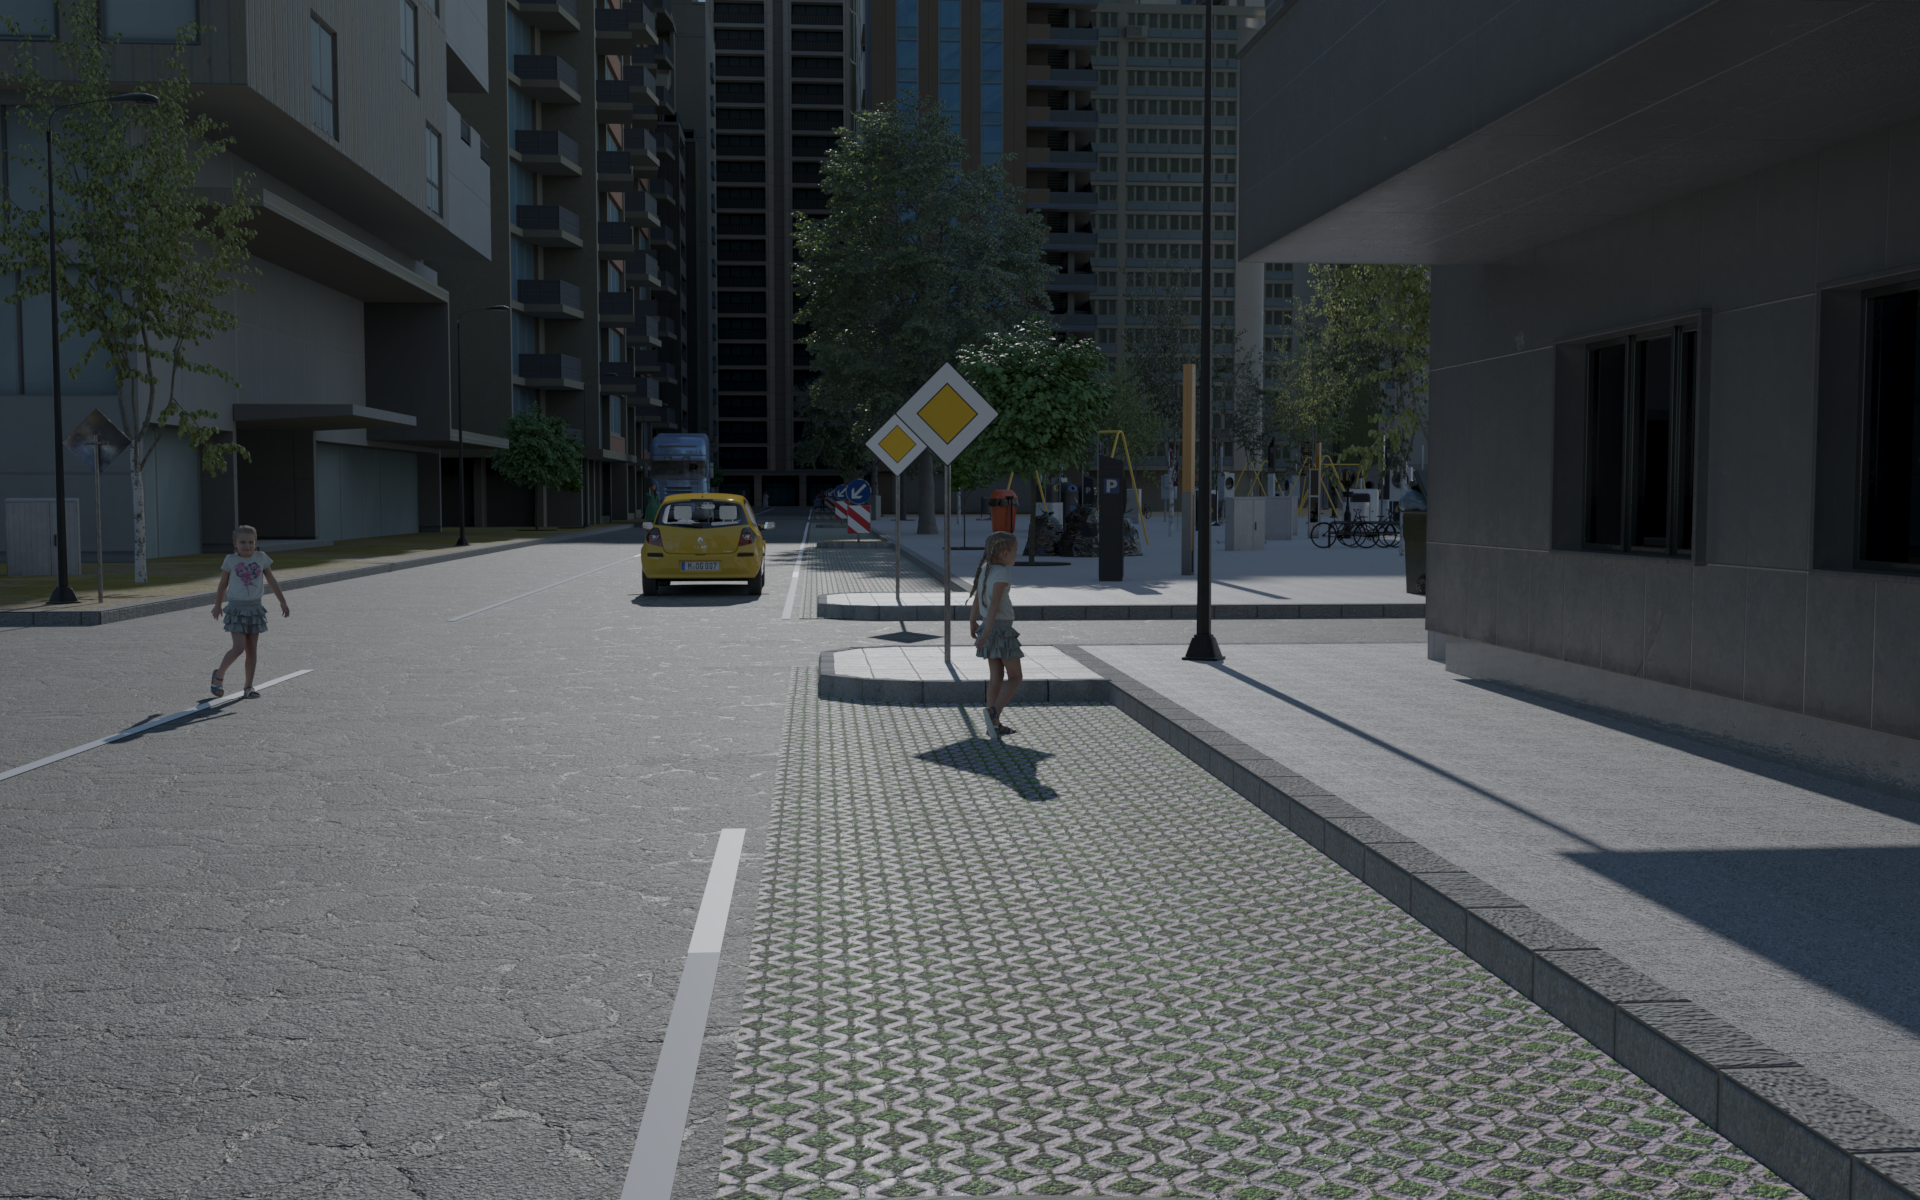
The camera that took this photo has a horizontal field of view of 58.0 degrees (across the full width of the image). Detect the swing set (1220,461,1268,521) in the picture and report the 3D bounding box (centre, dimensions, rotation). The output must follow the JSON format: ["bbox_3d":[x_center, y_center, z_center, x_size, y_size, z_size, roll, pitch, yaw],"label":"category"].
[{"bbox_3d":[14.120,-5.169,82.138,2.862,2.851,3.119,0,4,-7],"label":"swing set"}]

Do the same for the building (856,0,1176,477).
[{"bbox_3d":[4.253,-34.834,158.778,28.713,52.752,27.495,0,4,-5],"label":"building"}]

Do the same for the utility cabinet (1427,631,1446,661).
[{"bbox_3d":[4.044,-0.156,13.714,0.306,1.237,1.020,3,5,39],"label":"utility cabinet"}]

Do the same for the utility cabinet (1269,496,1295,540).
[{"bbox_3d":[8.736,-2.270,48.277,1.020,1.237,0.306,1,4,15],"label":"utility cabinet"}]

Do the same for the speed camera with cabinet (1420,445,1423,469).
[{"bbox_3d":[18.338,-4.668,70.658,0.660,3.252,2.038,-1,4,-11],"label":"speed camera with cabinet"}]

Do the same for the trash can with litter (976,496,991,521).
[{"bbox_3d":[1.661,-4.483,84.354,2.233,1.210,1.678,-2,4,-27],"label":"trash can with litter"}]

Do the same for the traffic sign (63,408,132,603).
[{"bbox_3d":[-10.128,-1.022,20.357,0.795,2.450,0.064,0,4,-5],"label":"traffic sign"}]

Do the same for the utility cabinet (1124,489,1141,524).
[{"bbox_3d":[7.197,-4.028,74.534,1.173,1.500,0.318,2,4,28],"label":"utility cabinet"}]

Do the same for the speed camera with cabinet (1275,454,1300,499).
[{"bbox_3d":[16.351,-5.649,86.696,0.660,3.252,2.038,-1,4,-11],"label":"speed camera with cabinet"}]

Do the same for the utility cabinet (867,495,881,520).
[{"bbox_3d":[-4.196,-4.499,84.718,0.306,1.237,1.020,-2,4,-27],"label":"utility cabinet"}]

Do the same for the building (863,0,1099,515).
[{"bbox_3d":[0.905,-28.353,113.676,14.600,45.320,14.200,0,4,-5],"label":"building"}]

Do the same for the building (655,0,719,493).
[{"bbox_3d":[-33.484,-32.728,158.803,21.600,48.544,21.300,0,4,-5],"label":"building"}]

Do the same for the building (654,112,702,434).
[{"bbox_3d":[-27.086,-21.962,130.782,14.160,30.474,14.107,0,4,-5],"label":"building"}]

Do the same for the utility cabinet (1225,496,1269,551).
[{"bbox_3d":[6.496,-1.728,39.418,1.020,1.237,0.306,-3,4,-36],"label":"utility cabinet"}]

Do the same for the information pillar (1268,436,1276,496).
[{"bbox_3d":[12.685,-4.840,70.496,0.183,3.616,0.504,-1,4,-18],"label":"information pillar"}]

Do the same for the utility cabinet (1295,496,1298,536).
[{"bbox_3d":[10.191,-2.611,53.850,0.306,1.237,1.020,-1,4,-8],"label":"utility cabinet"}]

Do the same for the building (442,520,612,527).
[{"bbox_3d":[-25.525,-25.930,78.579,22.147,44.769,28.867,0,4,-5],"label":"building"}]

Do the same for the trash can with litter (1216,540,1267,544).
[{"bbox_3d":[7.187,-2.093,45.277,1.678,1.210,2.233,2,4,30],"label":"trash can with litter"}]

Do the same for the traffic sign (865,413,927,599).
[{"bbox_3d":[-0.764,-1.069,21.118,0.795,2.450,0.064,0,4,-5],"label":"traffic sign"}]

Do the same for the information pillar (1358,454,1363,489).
[{"bbox_3d":[20.999,-6.089,90.913,0.183,3.616,0.504,0,4,-3],"label":"information pillar"}]

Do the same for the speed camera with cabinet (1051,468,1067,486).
[{"bbox_3d":[5.695,-5.894,90.699,2.038,3.252,0.660,-3,5,-40],"label":"speed camera with cabinet"}]

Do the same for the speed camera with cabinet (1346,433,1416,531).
[{"bbox_3d":[13.534,-3.766,55.910,2.038,3.252,0.660,1,4,20],"label":"speed camera with cabinet"}]

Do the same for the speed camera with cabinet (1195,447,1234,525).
[{"bbox_3d":[10.498,-4.723,71.550,2.038,3.252,0.660,-3,5,-43],"label":"speed camera with cabinet"}]

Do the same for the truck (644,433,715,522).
[{"bbox_3d":[-12.857,-5.681,82.639,2.967,4.110,18.799,0,4,-5],"label":"truck"}]

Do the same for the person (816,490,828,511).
[{"bbox_3d":[-11.239,-8.117,141.928,1.217,1.743,0.721,-1,4,-22],"label":"person"}]

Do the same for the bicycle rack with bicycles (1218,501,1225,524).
[{"bbox_3d":[11.567,-3.801,75.526,2.852,0.926,2.925,-2,4,-30],"label":"bicycle rack with bicycles"}]

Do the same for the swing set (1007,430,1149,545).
[{"bbox_3d":[2.687,-2.800,43.402,3.119,2.851,2.862,3,4,36],"label":"swing set"}]

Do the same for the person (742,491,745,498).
[{"bbox_3d":[-20.908,-9.632,166.710,0.721,1.736,1.217,-1,4,-12],"label":"person"}]

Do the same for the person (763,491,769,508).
[{"bbox_3d":[-19.262,-9.944,171.752,0.621,1.740,0.551,1,4,23],"label":"person"}]

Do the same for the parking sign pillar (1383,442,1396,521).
[{"bbox_3d":[20.080,-5.657,80.959,1.447,3.967,1.447,0,4,5],"label":"parking sign pillar"}]

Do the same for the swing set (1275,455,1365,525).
[{"bbox_3d":[14.667,-4.487,70.983,2.862,2.851,3.119,0,4,-3],"label":"swing set"}]

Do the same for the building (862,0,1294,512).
[{"bbox_3d":[8.671,-27.021,133.666,32.217,40.220,23.993,0,4,-5],"label":"building"}]

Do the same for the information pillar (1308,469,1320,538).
[{"bbox_3d":[10.254,-2.796,50.204,0.304,2.012,0.304,0,4,6],"label":"information pillar"}]

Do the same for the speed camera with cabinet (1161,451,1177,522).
[{"bbox_3d":[10.350,-5.241,80.027,2.038,3.252,0.660,1,4,15],"label":"speed camera with cabinet"}]

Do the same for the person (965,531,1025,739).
[{"bbox_3d":[0.158,0.200,10.249,0.382,1.210,0.505,-2,4,-30],"label":"person"}]

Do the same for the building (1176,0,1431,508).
[{"bbox_3d":[35.160,-38.062,164.318,28.212,58.520,21.231,0,4,-5],"label":"building"}]

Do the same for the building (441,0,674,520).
[{"bbox_3d":[-29.633,-27.767,108.611,22.147,44.769,28.867,0,4,-5],"label":"building"}]

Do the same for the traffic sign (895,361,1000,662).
[{"bbox_3d":[-0.098,-0.582,13.160,0.795,2.450,0.064,0,4,-5],"label":"traffic sign"}]

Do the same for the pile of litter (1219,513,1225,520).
[{"bbox_3d":[13.663,-4.419,86.217,1.719,0.858,1.176,0,4,6],"label":"pile of litter"}]

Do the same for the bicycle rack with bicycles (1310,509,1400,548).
[{"bbox_3d":[9.950,-1.731,41.676,2.925,0.926,2.852,1,4,13],"label":"bicycle rack with bicycles"}]

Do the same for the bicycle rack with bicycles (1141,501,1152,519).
[{"bbox_3d":[8.632,-4.656,89.509,2.925,0.926,2.852,-2,4,-26],"label":"bicycle rack with bicycles"}]

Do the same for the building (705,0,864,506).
[{"bbox_3d":[-16.680,-45.888,188.527,20.611,71.187,20.563,0,4,-5],"label":"building"}]

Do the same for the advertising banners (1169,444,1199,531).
[{"bbox_3d":[7.953,-3.941,60.621,0.090,3.025,2.074,-2,4,-31],"label":"advertising banners"}]

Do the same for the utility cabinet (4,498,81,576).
[{"bbox_3d":[-14.514,-0.994,27.420,1.020,1.237,0.306,-1,4,-21],"label":"utility cabinet"}]

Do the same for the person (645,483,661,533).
[{"bbox_3d":[-10.073,-2.940,56.813,0.600,1.795,0.529,-3,5,-45],"label":"person"}]

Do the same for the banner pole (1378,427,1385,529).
[{"bbox_3d":[15.761,-4.556,64.510,0.401,3.779,0.863,1,4,21],"label":"banner pole"}]

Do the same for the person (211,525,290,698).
[{"bbox_3d":[-5.035,0.076,12.273,0.505,1.210,0.382,-3,4,-38],"label":"person"}]
